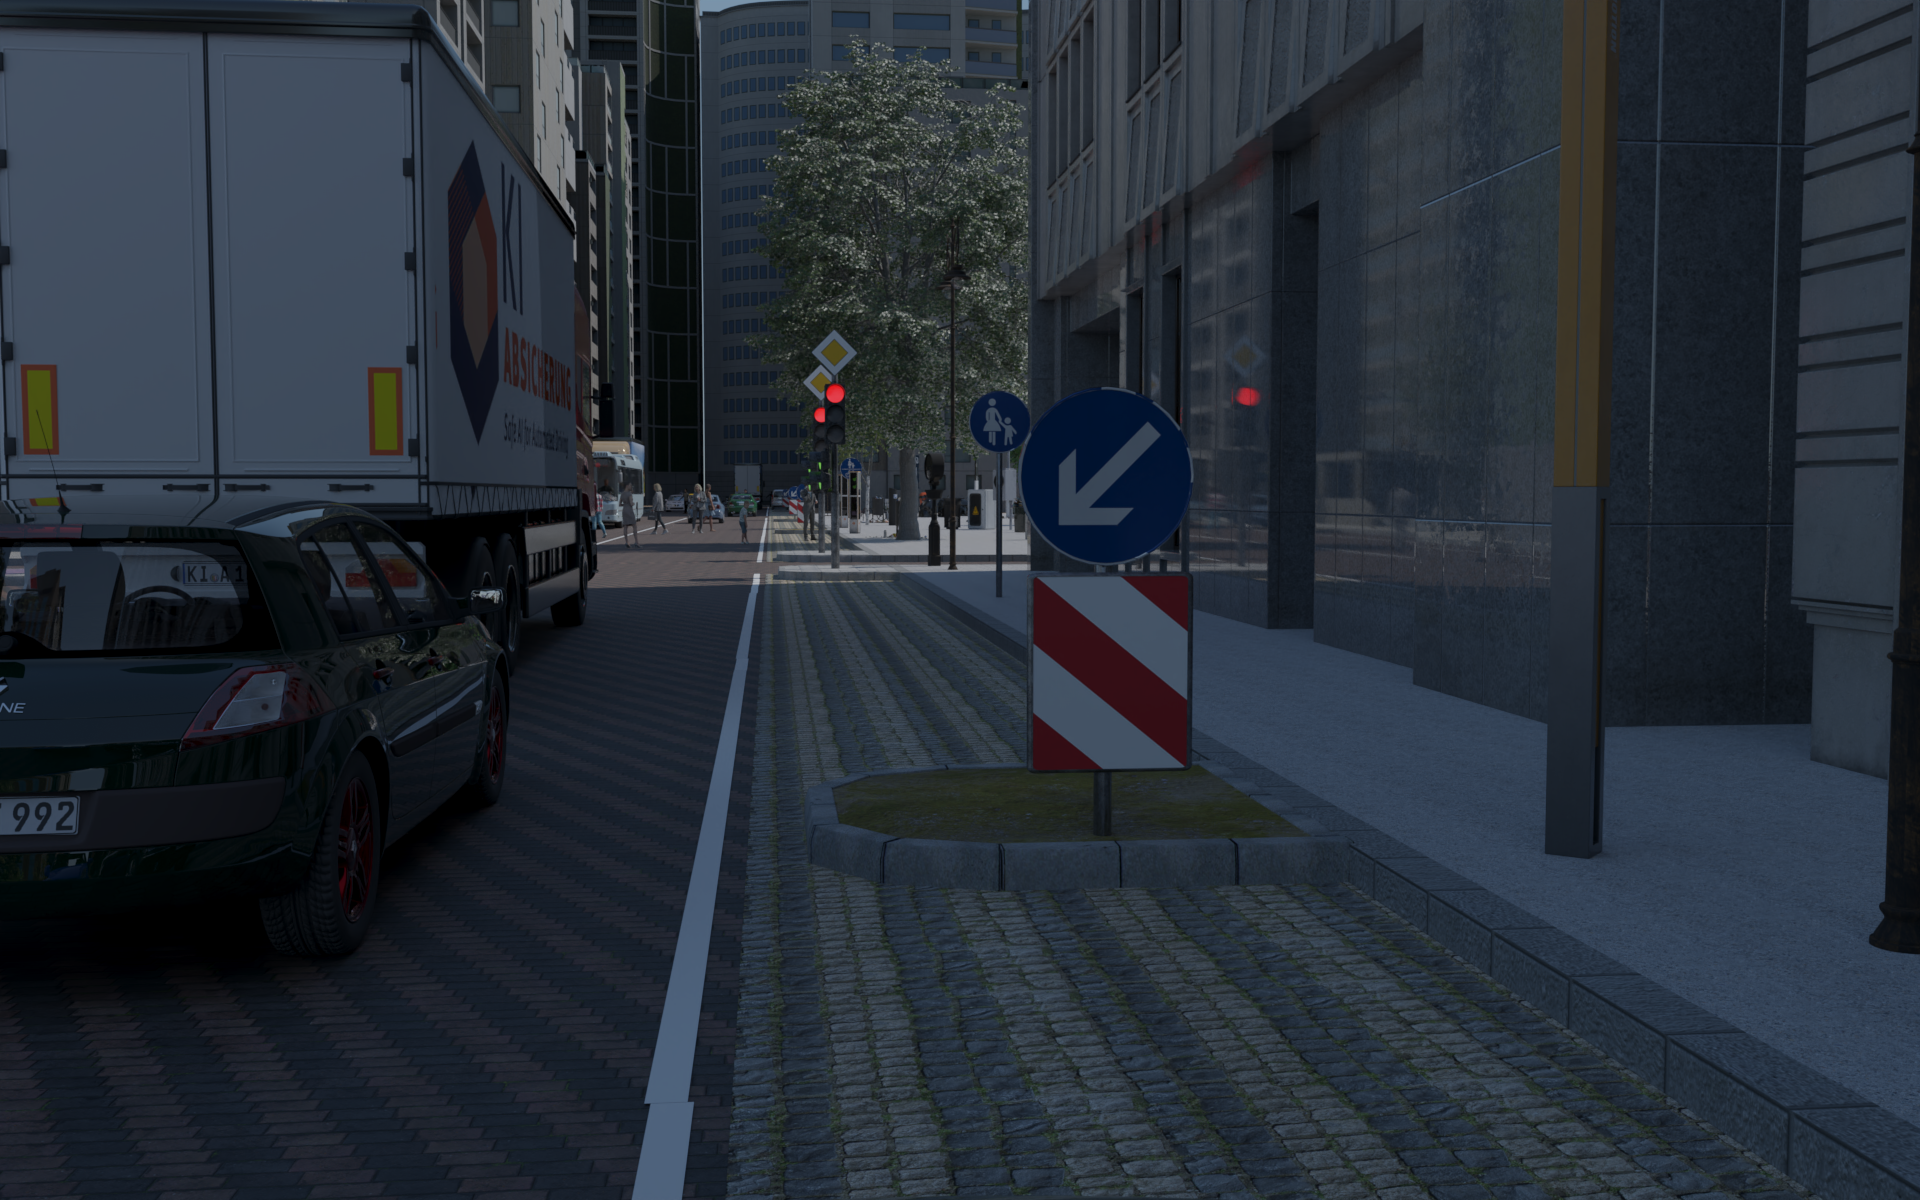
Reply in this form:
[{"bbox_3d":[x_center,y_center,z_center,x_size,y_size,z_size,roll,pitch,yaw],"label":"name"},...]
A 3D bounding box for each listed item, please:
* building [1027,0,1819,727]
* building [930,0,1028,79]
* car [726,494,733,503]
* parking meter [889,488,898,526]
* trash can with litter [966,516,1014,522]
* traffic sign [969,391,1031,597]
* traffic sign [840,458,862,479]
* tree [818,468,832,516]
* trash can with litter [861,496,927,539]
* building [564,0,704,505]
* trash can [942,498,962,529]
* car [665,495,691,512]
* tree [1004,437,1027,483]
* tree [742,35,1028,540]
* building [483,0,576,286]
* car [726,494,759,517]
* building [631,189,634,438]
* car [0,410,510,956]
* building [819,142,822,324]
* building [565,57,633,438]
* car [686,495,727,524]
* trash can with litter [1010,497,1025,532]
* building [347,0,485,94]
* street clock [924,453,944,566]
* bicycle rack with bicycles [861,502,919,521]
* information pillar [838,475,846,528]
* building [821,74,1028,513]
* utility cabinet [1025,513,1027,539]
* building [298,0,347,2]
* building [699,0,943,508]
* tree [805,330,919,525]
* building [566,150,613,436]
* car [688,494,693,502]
[{"bbox_3d":[8.180,-12.308,19.251,12.078,24.808,19.932,0,4,-6],"label":"building"},{"bbox_3d":[11.731,-40.854,209.956,28.212,58.520,21.231,0,4,-6],"label":"building"},{"bbox_3d":[-22.267,-9.918,172.388,2.015,1.641,3.980,0,4,-7],"label":"car"},{"bbox_3d":[-2.721,-3.797,70.487,0.372,1.533,0.369,0,3,0],"label":"parking meter"},{"bbox_3d":[1.087,-4.218,80.017,1.678,1.210,2.233,3,5,41],"label":"trash can with litter"},{"bbox_3d":[0.486,-1.305,21.447,0.768,2.556,0.104,0,4,-5],"label":"traffic sign"},{"bbox_3d":[-3.802,-3.700,60.597,0.768,2.556,0.104,0,3,0],"label":"traffic sign"},{"bbox_3d":[-7.837,-6.510,101.036,1.663,3.219,1.824,0,3,0],"label":"tree"},{"bbox_3d":[-1.690,-2.424,50.694,1.678,1.210,2.233,-2,4,-25],"label":"trash can with litter"},{"bbox_3d":[-41.018,-46.776,203.036,20.611,71.187,20.563,0,4,-6],"label":"building"},{"bbox_3d":[-0.280,-3.145,63.077,0.748,1.137,0.748,0,3,0],"label":"trash can"},{"bbox_3d":[-22.679,-7.772,139.440,2.083,1.381,4.827,0,4,-6],"label":"car"},{"bbox_3d":[3.530,-5.366,71.443,4.285,4.588,4.351,0,3,0],"label":"tree"},{"bbox_3d":[-1.490,-8.646,48.020,9.857,13.997,8.962,0,3,0],"label":"tree"},{"bbox_3d":[-41.952,-32.585,121.998,28.713,52.752,27.495,0,4,-6],"label":"building"},{"bbox_3d":[-13.852,-6.023,110.269,2.131,1.459,4.920,0,4,-6],"label":"car"},{"bbox_3d":[-40.783,-30.193,177.243,14.086,41.232,14.154,0,4,-6],"label":"building"},{"bbox_3d":[-2.859,0.190,6.687,2.009,1.686,4.222,0,4,-6],"label":"car"},{"bbox_3d":[-4.119,-22.376,137.541,14.160,30.474,14.107,0,4,-6],"label":"building"},{"bbox_3d":[-38.087,-29.033,158.287,14.154,41.232,14.086,0,4,-6],"label":"building"},{"bbox_3d":[-12.535,-4.499,85.556,2.014,1.417,4.499,0,4,-7],"label":"car"},{"bbox_3d":[2.248,-2.834,57.730,1.055,1.170,0.624,-1,4,-18],"label":"trash can with litter"},{"bbox_3d":[-35.810,-40.311,97.341,20.563,71.187,20.611,0,4,-6],"label":"building"},{"bbox_3d":[-0.459,-1.607,30.853,0.358,2.002,0.471,-1,4,-20],"label":"street clock"},{"bbox_3d":[-3.451,-4.265,83.108,2.852,0.926,2.925,-2,4,-35],"label":"bicycle rack with bicycles"},{"bbox_3d":[-4.421,-3.733,65.523,0.304,2.012,0.304,-2,4,-28],"label":"information pillar"},{"bbox_3d":[-2.322,-21.521,123.572,14.160,30.474,14.107,0,4,-6],"label":"building"},{"bbox_3d":[2.368,-2.444,48.638,1.173,1.500,0.318,-3,4,-38],"label":"utility cabinet"},{"bbox_3d":[-37.951,-22.981,67.628,32.217,40.220,23.993,0,4,-6],"label":"building"},{"bbox_3d":[-16.380,-40.642,206.495,28.212,58.520,21.231,0,4,-6],"label":"building"},{"bbox_3d":[-3.777,-7.429,71.829,4.737,8.622,4.395,0,3,0],"label":"tree"},{"bbox_3d":[-36.777,-22.808,144.604,14.160,30.474,14.107,0,4,-6],"label":"building"},{"bbox_3d":[-28.109,-10.500,181.901,2.015,1.641,3.980,0,4,-4],"label":"car"}]
